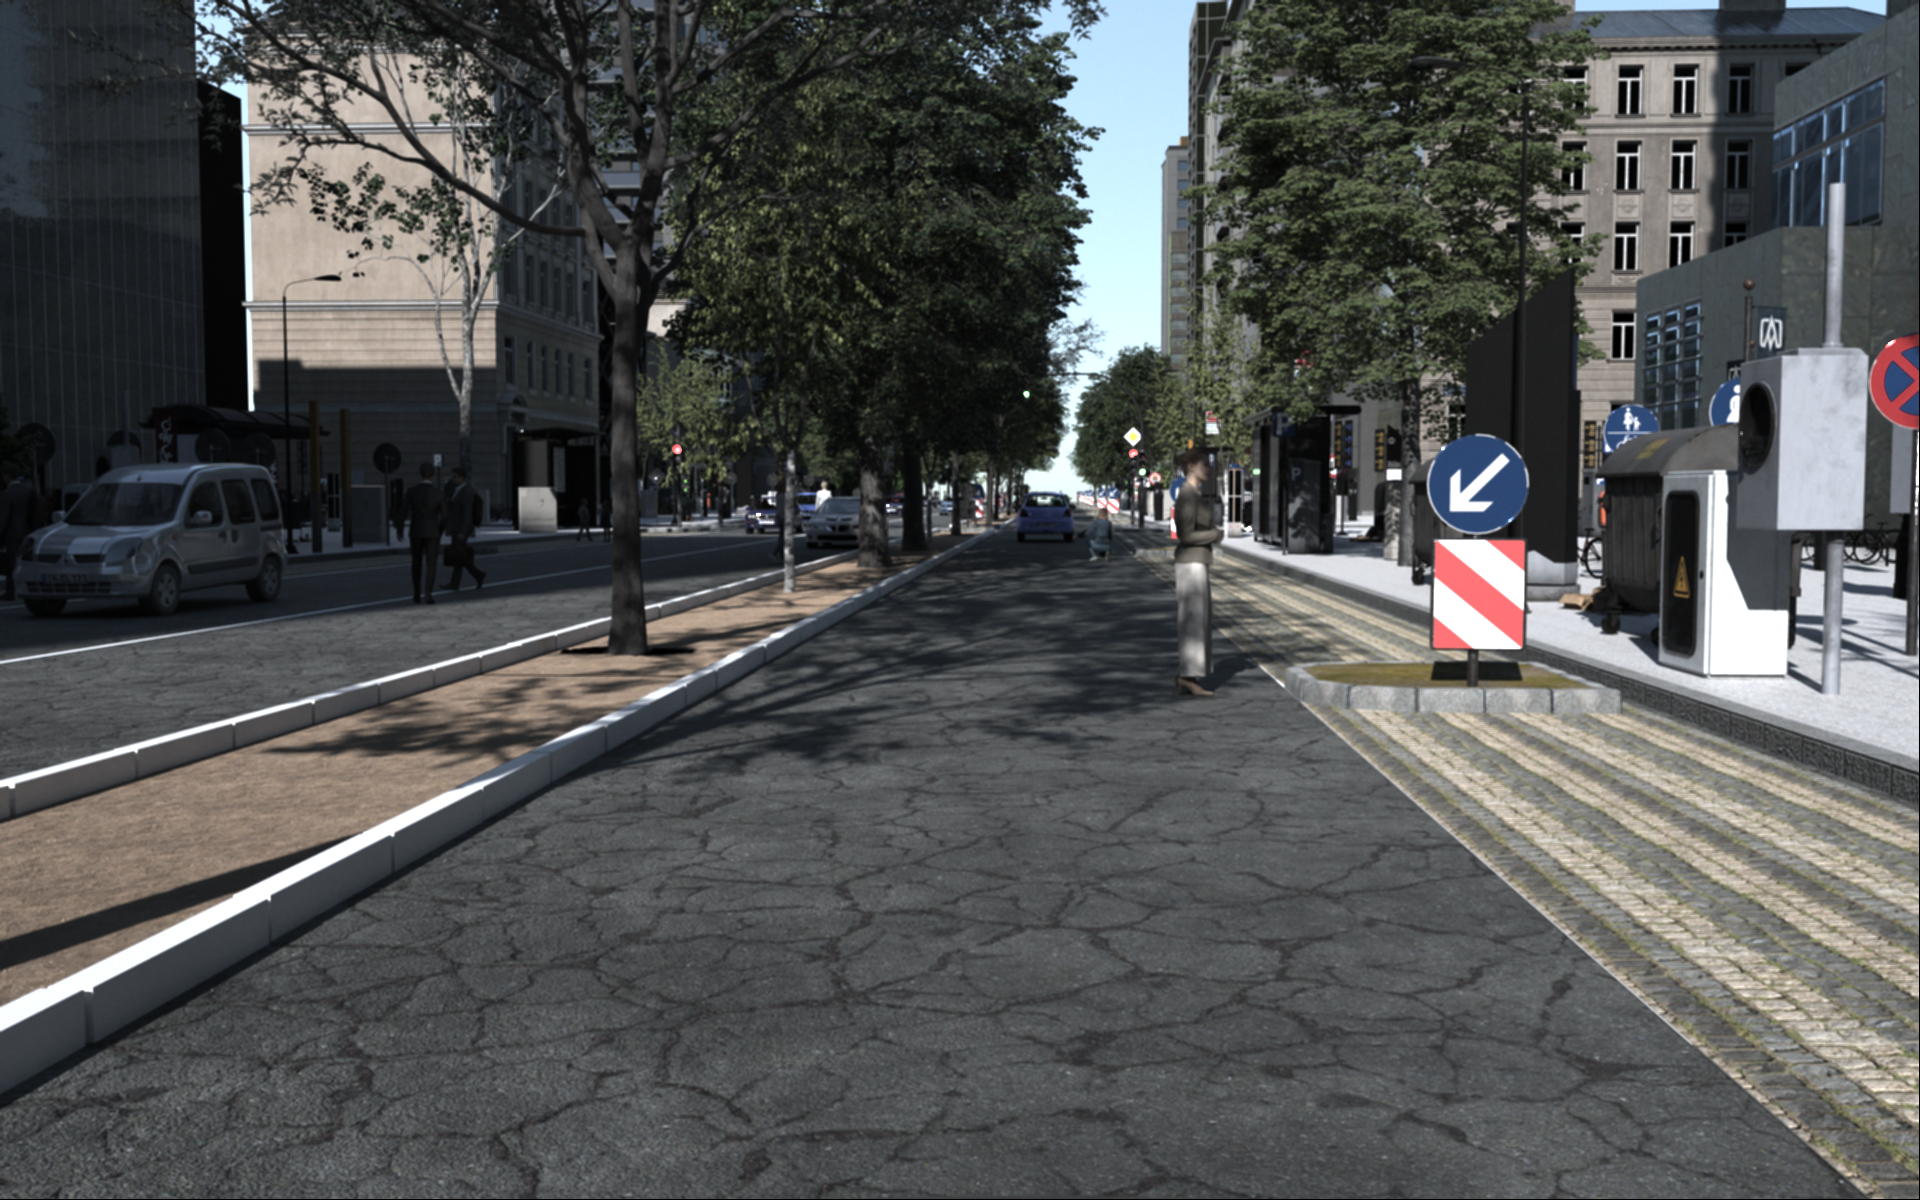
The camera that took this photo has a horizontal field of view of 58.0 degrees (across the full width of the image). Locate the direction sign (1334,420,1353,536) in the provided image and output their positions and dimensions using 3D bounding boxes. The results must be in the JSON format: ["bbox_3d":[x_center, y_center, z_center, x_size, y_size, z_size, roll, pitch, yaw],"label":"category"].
[{"bbox_3d":[11.802,-3.755,53.386,0.379,3.537,0.876,-2,4,-24],"label":"direction sign"}]

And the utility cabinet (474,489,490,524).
[{"bbox_3d":[-20.832,-4.023,74.461,1.173,1.500,0.318,1,4,8],"label":"utility cabinet"}]

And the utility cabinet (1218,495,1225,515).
[{"bbox_3d":[15.778,-5.707,104.475,0.306,1.237,1.020,0,4,-4],"label":"utility cabinet"}]

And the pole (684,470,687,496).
[{"bbox_3d":[-18.541,-7.520,116.797,0.158,3.312,0.155,0,3,0],"label":"pole"}]

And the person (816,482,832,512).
[{"bbox_3d":[-4.396,-2.946,56.542,0.514,1.842,0.818,-2,4,-27],"label":"person"}]

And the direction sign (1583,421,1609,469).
[{"bbox_3d":[19.788,-3.774,53.700,0.876,3.537,0.379,1,4,18],"label":"direction sign"}]

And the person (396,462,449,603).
[{"bbox_3d":[-7.048,-0.886,22.759,0.659,1.850,0.755,-1,4,-16],"label":"person"}]

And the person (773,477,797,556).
[{"bbox_3d":[-4.040,-1.934,40.094,0.573,1.828,0.580,-1,4,-14],"label":"person"}]

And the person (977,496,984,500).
[{"bbox_3d":[1.669,-9.497,163.804,1.348,1.821,0.705,0,4,3],"label":"person"}]

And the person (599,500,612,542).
[{"bbox_3d":[-10.537,-2.340,51.427,0.362,1.253,0.373,-3,5,-44],"label":"person"}]

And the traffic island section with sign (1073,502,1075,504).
[{"bbox_3d":[17.769,-15.027,254.321,1.989,1.847,2.006,0,4,3],"label":"traffic island section with sign"}]

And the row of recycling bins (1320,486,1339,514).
[{"bbox_3d":[18.058,-4.940,87.877,3.534,1.692,1.069,-3,5,-43],"label":"row of recycling bins"}]

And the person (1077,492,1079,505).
[{"bbox_3d":[14.499,-12.382,211.655,0.721,1.736,1.217,0,4,8],"label":"person"}]

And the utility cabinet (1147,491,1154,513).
[{"bbox_3d":[12.682,-6.557,115.893,0.318,1.500,1.173,-1,4,-9],"label":"utility cabinet"}]

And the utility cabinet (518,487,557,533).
[{"bbox_3d":[-13.773,-2.926,56.519,1.173,1.500,0.318,-2,4,-28],"label":"utility cabinet"}]

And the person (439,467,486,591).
[{"bbox_3d":[-7.375,-1.057,25.742,0.822,1.834,0.622,-3,5,-41],"label":"person"}]

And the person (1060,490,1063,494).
[{"bbox_3d":[10.873,-10.995,188.142,0.709,1.838,0.599,3,5,40],"label":"person"}]

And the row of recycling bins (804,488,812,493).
[{"bbox_3d":[-11.442,-7.003,121.606,1.069,1.692,3.534,-2,4,-31],"label":"row of recycling bins"}]

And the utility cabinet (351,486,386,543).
[{"bbox_3d":[-15.520,-2.240,45.303,1.173,1.500,0.318,1,4,23],"label":"utility cabinet"}]

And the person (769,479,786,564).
[{"bbox_3d":[-3.676,-1.617,35.610,0.598,1.740,0.731,-3,5,-41],"label":"person"}]

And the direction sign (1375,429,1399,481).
[{"bbox_3d":[14.894,-4.190,60.496,0.876,3.537,0.379,3,4,37],"label":"direction sign"}]

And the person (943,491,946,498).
[{"bbox_3d":[-1.852,-12.213,208.187,0.705,1.824,1.348,0,4,4],"label":"person"}]

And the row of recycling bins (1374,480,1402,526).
[{"bbox_3d":[12.591,-2.624,50.009,1.069,1.692,3.534,0,4,5],"label":"row of recycling bins"}]

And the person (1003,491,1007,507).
[{"bbox_3d":[5.143,-11.584,198.621,0.721,1.735,1.217,-1,4,-17],"label":"person"}]

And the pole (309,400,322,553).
[{"bbox_3d":[-14.080,-2.691,37.845,0.158,3.312,0.155,0,3,0],"label":"pole"}]

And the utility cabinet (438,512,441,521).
[{"bbox_3d":[-24.832,-4.362,82.481,0.306,1.237,1.020,0,4,-8],"label":"utility cabinet"}]

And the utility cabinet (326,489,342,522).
[{"bbox_3d":[-28.277,-4.297,78.932,1.173,1.500,0.318,-3,5,-40],"label":"utility cabinet"}]

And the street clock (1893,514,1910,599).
[{"bbox_3d":[11.601,-1.019,21.225,0.358,2.002,0.471,1,4,10],"label":"street clock"}]

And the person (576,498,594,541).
[{"bbox_3d":[-11.383,-2.424,52.399,0.475,1.303,0.640,2,4,32],"label":"person"}]

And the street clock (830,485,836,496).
[{"bbox_3d":[-10.025,-8.073,136.566,0.471,2.002,0.358,3,4,38],"label":"street clock"}]

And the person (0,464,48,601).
[{"bbox_3d":[-12.541,-0.896,23.114,0.822,1.834,0.622,0,4,7],"label":"person"}]

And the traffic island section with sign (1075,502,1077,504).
[{"bbox_3d":[14.496,-11.663,199.319,1.989,1.847,2.006,0,4,3],"label":"traffic island section with sign"}]

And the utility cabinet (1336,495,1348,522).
[{"bbox_3d":[17.644,-4.209,79.977,0.306,1.237,1.020,2,4,27],"label":"utility cabinet"}]

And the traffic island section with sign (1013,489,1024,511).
[{"bbox_3d":[5.157,-8.561,148.107,2.006,1.907,1.989,0,4,3],"label":"traffic island section with sign"}]

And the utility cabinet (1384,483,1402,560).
[{"bbox_3d":[8.832,-1.527,33.648,1.173,1.500,0.318,-1,4,-17],"label":"utility cabinet"}]

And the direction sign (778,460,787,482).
[{"bbox_3d":[-11.856,-7.572,115.804,0.379,3.537,0.876,-3,5,-45],"label":"direction sign"}]

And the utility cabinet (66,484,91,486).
[{"bbox_3d":[-18.668,-1.749,37.269,1.173,1.500,0.318,1,4,22],"label":"utility cabinet"}]

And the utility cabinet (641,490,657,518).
[{"bbox_3d":[-16.553,-5.107,92.174,0.318,1.500,1.173,1,4,19],"label":"utility cabinet"}]

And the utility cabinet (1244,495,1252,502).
[{"bbox_3d":[18.620,-6.281,113.861,0.306,1.237,1.020,-2,4,-33],"label":"utility cabinet"}]

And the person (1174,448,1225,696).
[{"bbox_3d":[1.697,-0.199,12.304,0.362,1.759,0.519,0,4,7],"label":"person"}]

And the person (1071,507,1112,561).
[{"bbox_3d":[2.904,-1.419,37.203,1.012,1.151,0.738,-1,4,-14],"label":"person"}]

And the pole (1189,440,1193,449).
[{"bbox_3d":[8.690,-4.374,65.353,0.158,3.312,0.155,0,3,0],"label":"pole"}]

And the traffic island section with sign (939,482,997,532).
[{"bbox_3d":[0.252,-3.521,65.707,2.006,1.907,1.989,0,4,3],"label":"traffic island section with sign"}]

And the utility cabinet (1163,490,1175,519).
[{"bbox_3d":[10.398,-4.753,86.384,0.318,1.500,1.173,-3,4,-39],"label":"utility cabinet"}]

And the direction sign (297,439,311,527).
[{"bbox_3d":[-25.461,-4.593,67.086,0.379,3.537,0.876,-3,5,-42],"label":"direction sign"}]

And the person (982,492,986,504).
[{"bbox_3d":[3.502,-15.023,253.998,0.709,1.838,0.599,0,4,2],"label":"person"}]

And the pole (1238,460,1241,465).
[{"bbox_3d":[16.624,-6.682,103.099,0.158,3.312,0.155,0,3,0],"label":"pole"}]

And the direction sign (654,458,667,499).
[{"bbox_3d":[-18.837,-7.150,108.899,0.876,3.537,0.379,-3,5,-40],"label":"direction sign"}]

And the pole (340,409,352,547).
[{"bbox_3d":[-14.752,-2.922,41.622,0.158,3.312,0.155,0,3,0],"label":"pole"}]

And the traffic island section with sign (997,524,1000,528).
[{"bbox_3d":[0.702,-3.973,73.100,2.006,1.907,1.989,0,4,3],"label":"traffic island section with sign"}]

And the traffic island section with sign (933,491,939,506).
[{"bbox_3d":[-2.713,-11.759,200.887,1.989,1.847,2.006,0,4,3],"label":"traffic island section with sign"}]

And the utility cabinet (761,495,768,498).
[{"bbox_3d":[-12.209,-6.115,111.134,1.020,1.237,0.306,0,4,5],"label":"utility cabinet"}]

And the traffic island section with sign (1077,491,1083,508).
[{"bbox_3d":[12.895,-10.016,172.385,1.989,1.847,2.006,0,4,3],"label":"traffic island section with sign"}]

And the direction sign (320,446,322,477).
[{"bbox_3d":[-30.192,-5.461,81.278,0.876,3.537,0.379,2,4,35],"label":"direction sign"}]
